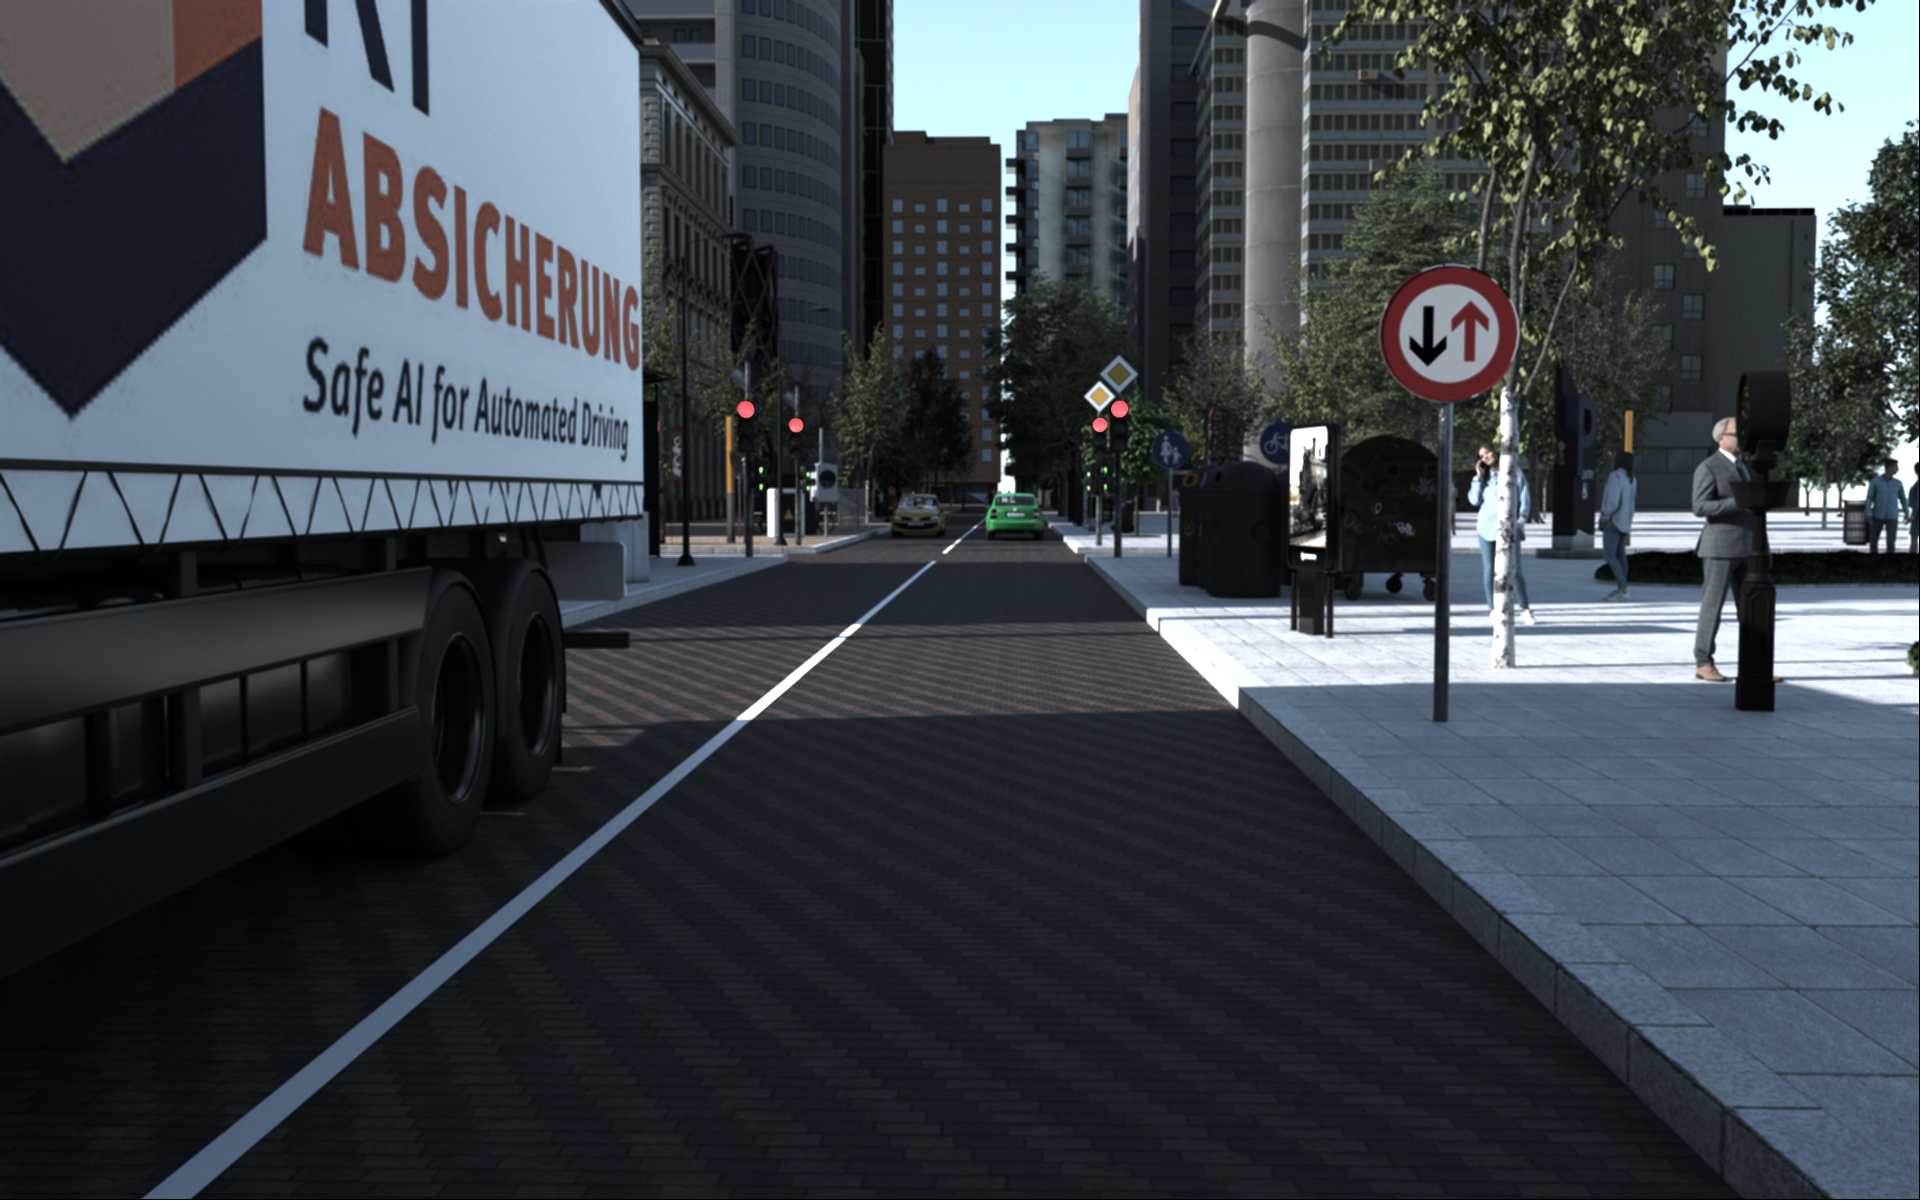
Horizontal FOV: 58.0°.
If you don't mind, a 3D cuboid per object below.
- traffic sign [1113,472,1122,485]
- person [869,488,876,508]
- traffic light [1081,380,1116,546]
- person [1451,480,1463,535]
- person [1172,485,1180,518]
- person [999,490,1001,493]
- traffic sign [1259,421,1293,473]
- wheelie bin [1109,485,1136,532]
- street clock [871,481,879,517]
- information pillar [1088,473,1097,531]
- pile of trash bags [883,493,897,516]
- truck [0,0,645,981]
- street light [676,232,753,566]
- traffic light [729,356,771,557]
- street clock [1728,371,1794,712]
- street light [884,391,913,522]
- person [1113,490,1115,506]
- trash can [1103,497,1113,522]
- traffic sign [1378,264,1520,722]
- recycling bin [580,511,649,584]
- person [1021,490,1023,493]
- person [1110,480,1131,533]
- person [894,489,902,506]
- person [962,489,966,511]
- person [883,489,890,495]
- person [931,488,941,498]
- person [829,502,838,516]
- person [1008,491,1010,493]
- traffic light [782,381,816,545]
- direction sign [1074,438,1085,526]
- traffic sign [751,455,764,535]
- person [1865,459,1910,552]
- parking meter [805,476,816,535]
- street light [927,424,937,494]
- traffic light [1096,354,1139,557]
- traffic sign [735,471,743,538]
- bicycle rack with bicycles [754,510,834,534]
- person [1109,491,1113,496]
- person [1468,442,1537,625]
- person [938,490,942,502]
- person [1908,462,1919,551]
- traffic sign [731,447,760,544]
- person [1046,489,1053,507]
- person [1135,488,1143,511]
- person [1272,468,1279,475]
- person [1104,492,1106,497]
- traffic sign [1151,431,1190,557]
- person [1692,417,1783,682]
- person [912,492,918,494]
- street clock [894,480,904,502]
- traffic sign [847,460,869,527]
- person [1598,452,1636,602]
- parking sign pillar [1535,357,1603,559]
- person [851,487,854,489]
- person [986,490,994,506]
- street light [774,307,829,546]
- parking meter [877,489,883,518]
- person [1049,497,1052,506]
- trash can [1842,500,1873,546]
[{"bbox_3d":[6.641,-4.400,74.062,0.606,2.300,0.079,0,4,3],"label":"traffic sign"},{"bbox_3d":[-8.048,-9.261,157.468,0.705,1.824,1.348,1,4,23],"label":"person"},{"bbox_3d":[3.434,-3.305,42.958,0.839,4.253,0.868,0,4,2],"label":"traffic light"},{"bbox_3d":[15.390,-2.925,54.218,0.716,1.782,0.532,0,4,1],"label":"person"},{"bbox_3d":[11.815,-5.369,94.388,0.480,1.755,0.524,3,5,44],"label":"person"},{"bbox_3d":[4.217,-10.534,180.737,0.705,1.822,1.348,3,5,42],"label":"person"},{"bbox_3d":[5.632,-1.853,30.400,0.768,2.556,0.104,1,4,9],"label":"traffic sign"},{"bbox_3d":[5.554,-3.109,58.738,0.980,1.594,0.693,0,4,3],"label":"wheelie bin"},{"bbox_3d":[-4.778,-5.664,97.176,0.358,2.002,0.471,3,4,36],"label":"street clock"},{"bbox_3d":[4.600,-3.371,59.613,0.304,2.012,0.304,-1,4,-15],"label":"information pillar"},{"bbox_3d":[-3.766,-5.555,100.583,1.912,1.369,3.447,0,4,0],"label":"pile of trash bags"},{"bbox_3d":[-3.173,-0.970,4.773,2.839,4.237,11.283,0,4,1],"label":"truck"},{"bbox_3d":[-4.366,-3.566,30.852,1.470,5.913,1.316,0,4,2],"label":"street light"},{"bbox_3d":[-4.278,-2.830,35.197,0.839,4.253,0.868,0,4,2],"label":"traffic light"},{"bbox_3d":[4.731,-0.348,10.254,0.358,2.002,0.471,1,4,15],"label":"street clock"},{"bbox_3d":[-2.736,-6.464,78.226,1.470,5.913,1.316,0,4,2],"label":"street light"},{"bbox_3d":[16.633,-11.099,188.228,0.721,1.743,1.217,2,4,30],"label":"person"},{"bbox_3d":[6.738,-4.157,79.619,0.748,1.137,0.748,0,3,0],"label":"trash can"},{"bbox_3d":[2.714,-0.587,9.701,0.768,2.556,0.104,0,4,5],"label":"traffic sign"},{"bbox_3d":[-4.999,-0.766,25.084,0.722,1.027,0.722,2,4,33],"label":"recycling bin"},{"bbox_3d":[5.784,-9.379,161.932,0.705,1.814,1.350,0,4,-6],"label":"person"},{"bbox_3d":[5.315,-3.118,56.926,0.836,1.842,0.656,-2,4,-27],"label":"person"},{"bbox_3d":[-3.865,-6.218,107.508,0.447,1.846,0.655,-3,5,-42],"label":"person"},{"bbox_3d":[0.355,-8.463,146.883,0.705,1.823,1.348,0,4,3],"label":"person"},{"bbox_3d":[-8.270,-11.570,194.835,1.348,1.869,0.705,0,4,2],"label":"person"},{"bbox_3d":[-2.435,-9.670,164.247,1.348,1.812,0.705,-2,4,-24],"label":"person"},{"bbox_3d":[-7.486,-5.634,102.413,0.590,1.304,0.306,3,4,36],"label":"person"},{"bbox_3d":[5.420,-11.274,192.796,0.705,1.831,1.348,1,4,11],"label":"person"},{"bbox_3d":[-4.024,-3.318,43.178,0.839,4.253,0.868,0,4,2],"label":"traffic light"},{"bbox_3d":[4.743,-4.688,68.652,0.379,3.537,0.876,2,4,30],"label":"direction sign"},{"bbox_3d":[-6.452,-3.288,53.871,0.768,2.556,0.104,0,4,7],"label":"traffic sign"},{"bbox_3d":[14.759,-1.326,27.580,0.638,1.841,0.748,2,4,26],"label":"person"},{"bbox_3d":[-4.732,-2.973,54.324,0.399,1.863,0.255,-3,5,-44],"label":"parking meter"},{"bbox_3d":[-1.591,-8.615,113.388,1.470,5.913,1.316,0,4,2],"label":"street light"},{"bbox_3d":[3.180,-2.817,34.977,0.839,4.253,0.868,0,4,2],"label":"traffic light"},{"bbox_3d":[-6.506,-3.118,51.077,0.768,2.556,0.104,0,4,5],"label":"traffic sign"},{"bbox_3d":[-5.535,-2.625,56.309,2.925,0.926,2.852,-1,4,-14],"label":"bicycle rack with bicycles"},{"bbox_3d":[16.890,-11.395,193.067,0.721,1.735,1.217,-2,4,-26],"label":"person"},{"bbox_3d":[5.372,-0.661,17.111,0.793,1.790,0.793,0,4,1],"label":"person"},{"bbox_3d":[-2.017,-10.257,174.422,0.721,1.739,1.217,-1,4,-18],"label":"person"},{"bbox_3d":[16.009,-1.391,28.818,0.581,1.822,0.654,-2,4,-34],"label":"person"},{"bbox_3d":[-5.542,-2.725,44.665,0.768,2.556,0.104,0,4,6],"label":"traffic sign"},{"bbox_3d":[8.986,-9.974,169.072,1.348,1.831,0.705,-1,4,-20],"label":"person"},{"bbox_3d":[13.220,-7.389,127.296,0.683,1.767,0.568,-3,5,-41],"label":"person"},{"bbox_3d":[6.062,-1.641,33.224,0.694,1.780,0.624,2,4,27],"label":"person"},{"bbox_3d":[14.402,-10.324,174.969,0.705,1.807,1.348,-2,4,-33],"label":"person"},{"bbox_3d":[4.248,-2.136,35.024,0.768,2.556,0.104,0,4,3],"label":"traffic sign"},{"bbox_3d":[5.318,-0.341,11.800,0.661,1.801,0.590,-2,4,-27],"label":"person"},{"bbox_3d":[-4.314,-9.871,167.522,1.350,1.814,0.705,3,5,40],"label":"person"},{"bbox_3d":[-3.053,-5.004,86.387,0.471,2.002,0.358,0,4,-1],"label":"street clock"},{"bbox_3d":[-3.918,-4.068,66.509,0.884,2.594,0.081,1,4,11],"label":"traffic sign"},{"bbox_3d":[7.919,-0.886,20.801,0.793,1.790,0.793,1,4,11],"label":"person"},{"bbox_3d":[12.306,-2.823,34.636,1.447,3.967,1.447,3,4,38],"label":"parking sign pillar"},{"bbox_3d":[-8.388,-7.954,135.724,0.705,1.869,1.348,-3,5,-44],"label":"person"},{"bbox_3d":[3.004,-9.916,170.650,0.705,1.821,1.348,3,4,37],"label":"person"},{"bbox_3d":[-3.935,-4.313,43.066,1.470,5.913,1.316,0,4,2],"label":"street light"},{"bbox_3d":[-4.388,-5.291,94.924,0.372,1.533,0.369,0,3,0],"label":"parking meter"},{"bbox_3d":[9.835,-10.833,183.707,0.434,1.755,0.990,-3,5,-41],"label":"person"},{"bbox_3d":[22.458,-1.939,43.353,0.748,1.137,0.748,0,3,0],"label":"trash can"}]
